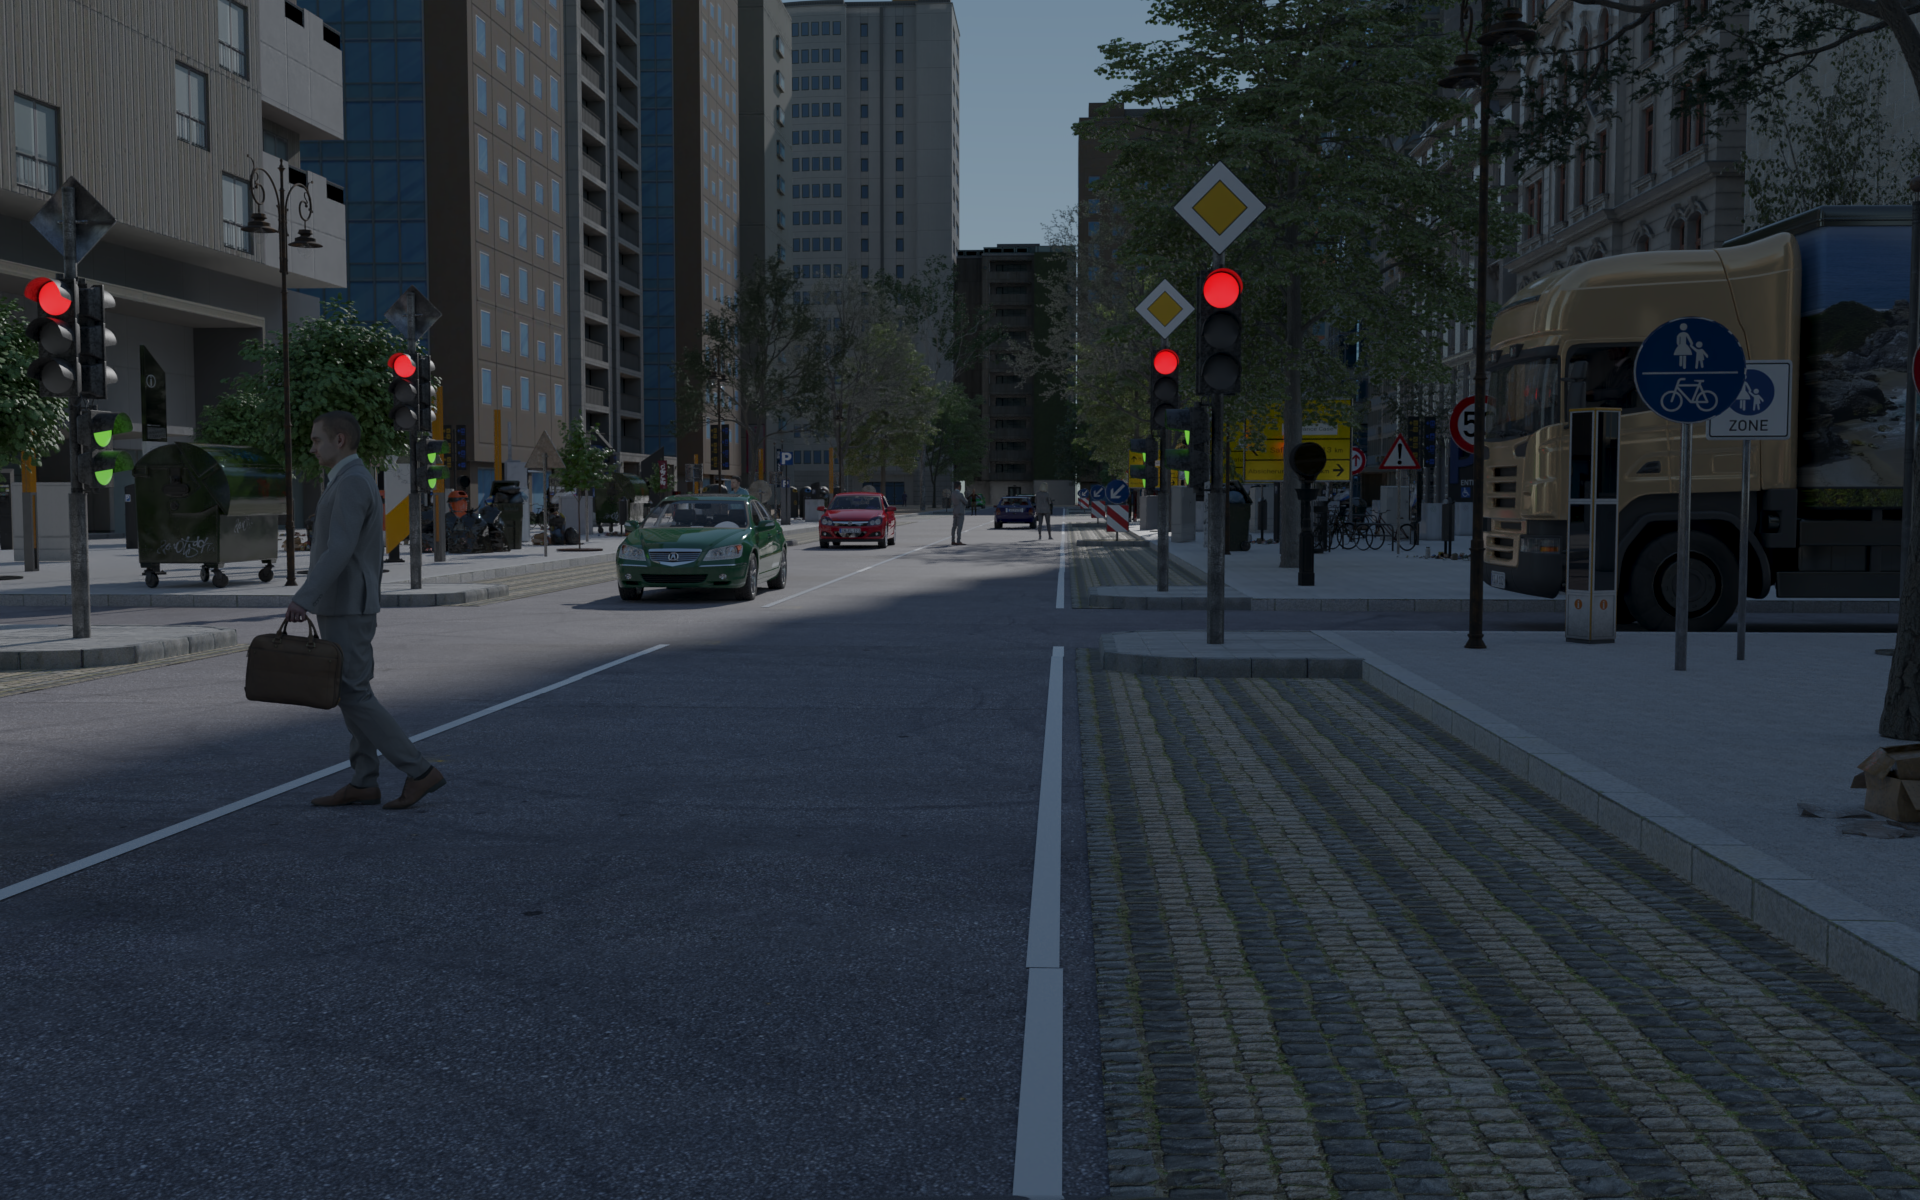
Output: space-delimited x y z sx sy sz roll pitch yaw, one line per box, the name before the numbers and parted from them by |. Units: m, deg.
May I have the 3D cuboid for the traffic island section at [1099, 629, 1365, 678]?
traffic island section | 2.213 0.454 14.862 2.009 0.180 2.903 0 4 3

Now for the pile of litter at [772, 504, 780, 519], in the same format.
pile of litter | -9.501 -4.603 89.226 1.176 0.858 1.719 -1 4 -11

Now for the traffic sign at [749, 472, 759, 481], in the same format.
traffic sign | -9.431 -4.747 79.743 0.606 2.300 0.079 0 4 7

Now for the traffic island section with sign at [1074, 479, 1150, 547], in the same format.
traffic island section with sign | 4.216 -2.397 47.816 1.989 1.847 2.006 0 4 3

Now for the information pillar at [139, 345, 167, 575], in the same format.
information pillar | -12.756 -2.207 27.437 0.183 3.616 0.504 1 4 15

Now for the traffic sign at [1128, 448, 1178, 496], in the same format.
traffic sign | 8.625 -5.103 77.305 2.265 3.308 0.079 1 4 11

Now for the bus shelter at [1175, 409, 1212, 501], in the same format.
bus shelter | 9.824 -5.669 70.316 2.179 5.291 8.768 0 4 4

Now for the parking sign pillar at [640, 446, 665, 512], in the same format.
parking sign pillar | -17.282 -6.653 97.241 1.447 3.967 1.447 -1 4 -22

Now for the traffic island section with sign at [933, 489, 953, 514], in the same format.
traffic island section with sign | -0.911 -7.118 124.999 1.989 1.847 2.006 0 4 3

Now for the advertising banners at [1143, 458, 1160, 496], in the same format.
advertising banners | 7.875 -4.502 69.787 0.090 3.025 2.074 -1 4 -23

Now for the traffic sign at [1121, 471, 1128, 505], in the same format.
traffic sign | 9.090 -5.775 94.424 0.884 2.594 0.081 0 4 6

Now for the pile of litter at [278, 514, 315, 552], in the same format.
pile of litter | -14.851 -1.552 39.334 1.176 0.858 1.719 3 5 41

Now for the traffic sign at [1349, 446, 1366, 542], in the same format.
traffic sign | 10.461 -2.828 46.336 0.768 2.556 0.104 0 4 6

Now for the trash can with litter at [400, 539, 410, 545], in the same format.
trash can with litter | -14.528 -1.973 43.309 2.233 1.210 1.678 0 4 1

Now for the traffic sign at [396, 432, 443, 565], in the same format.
traffic sign | -9.523 -1.864 30.484 0.884 2.594 0.081 1 4 10

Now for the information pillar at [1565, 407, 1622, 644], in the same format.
information pillar | 5.446 -0.637 14.908 0.304 2.012 0.304 -2 4 -25

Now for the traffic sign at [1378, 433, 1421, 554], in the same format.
traffic sign | 9.389 -2.265 37.035 0.884 2.594 0.081 0 4 8

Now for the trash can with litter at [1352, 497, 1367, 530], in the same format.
trash can with litter | 14.252 -3.059 61.403 0.624 1.170 1.055 -1 4 -9

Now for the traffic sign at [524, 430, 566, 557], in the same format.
traffic sign | -8.490 -2.167 35.427 0.884 2.594 0.081 1 4 8

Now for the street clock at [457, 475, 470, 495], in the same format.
street clock | -19.216 -3.823 67.081 0.358 2.002 0.471 3 5 45

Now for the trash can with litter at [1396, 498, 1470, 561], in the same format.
trash can with litter | 9.610 -1.418 34.248 1.678 1.210 2.233 0 4 6

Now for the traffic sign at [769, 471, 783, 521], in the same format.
traffic sign | -8.272 -4.630 77.834 0.606 2.300 0.079 0 4 6

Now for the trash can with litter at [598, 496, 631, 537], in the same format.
trash can with litter | -10.300 -2.567 53.026 1.678 1.210 2.233 -2 4 -26

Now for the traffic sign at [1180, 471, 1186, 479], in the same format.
traffic sign | 6.669 -2.949 50.342 0.606 2.300 0.079 1 4 8

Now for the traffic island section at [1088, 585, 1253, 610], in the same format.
traffic island section | 2.695 -0.034 22.832 2.009 0.180 2.903 0 4 3

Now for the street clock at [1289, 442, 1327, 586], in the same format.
street clock | 4.846 -1.200 24.184 0.471 2.002 0.358 0 4 -5

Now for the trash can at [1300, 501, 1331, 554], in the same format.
trash can | 7.642 -1.577 37.445 0.748 1.137 0.748 0 3 0

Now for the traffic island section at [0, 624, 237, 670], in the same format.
traffic island section | -7.860 0.416 15.473 2.009 0.180 2.903 0 4 3

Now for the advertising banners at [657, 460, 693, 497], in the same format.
advertising banners | -14.655 -5.715 89.623 2.074 3.025 0.090 -2 4 -30

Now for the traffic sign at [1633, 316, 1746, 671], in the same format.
traffic sign | 5.243 -0.760 12.525 0.768 2.556 0.104 1 4 9

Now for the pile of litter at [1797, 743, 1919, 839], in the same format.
pile of litter | 4.143 0.434 6.864 1.719 0.858 1.176 0 3 0

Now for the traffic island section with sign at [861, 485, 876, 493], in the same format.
traffic island section with sign | -3.933 -4.059 74.985 1.989 1.847 2.006 0 4 3

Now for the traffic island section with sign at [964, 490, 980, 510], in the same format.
traffic island section with sign | 0.729 -8.775 152.096 1.989 1.847 2.006 0 4 3

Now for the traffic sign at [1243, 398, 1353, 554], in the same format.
traffic sign | 7.164 -2.625 36.796 2.265 3.308 0.079 1 4 11

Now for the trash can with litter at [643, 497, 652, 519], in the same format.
trash can with litter | -16.489 -4.783 89.585 0.624 1.170 1.055 3 5 44

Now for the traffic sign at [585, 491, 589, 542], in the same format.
traffic sign | -10.034 -2.840 46.539 0.768 2.556 0.104 1 4 12

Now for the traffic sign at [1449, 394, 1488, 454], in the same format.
traffic sign | 6.614 -1.347 22.123 0.768 2.556 0.104 0 4 6

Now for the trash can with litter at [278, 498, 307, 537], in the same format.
trash can with litter | -20.144 -2.549 52.739 2.233 1.210 1.678 -1 4 -15

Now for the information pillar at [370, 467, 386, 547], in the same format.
information pillar | -14.000 -2.267 41.549 0.304 2.012 0.304 2 4 23

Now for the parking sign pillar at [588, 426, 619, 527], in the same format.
parking sign pillar | -14.282 -4.900 68.583 1.447 3.967 1.447 3 5 43

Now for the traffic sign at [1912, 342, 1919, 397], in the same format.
traffic sign | 7.093 -0.742 12.233 0.768 2.556 0.104 1 4 10

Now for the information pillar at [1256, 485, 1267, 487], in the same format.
information pillar | 11.827 -3.882 67.958 0.304 2.012 0.304 -1 4 -22

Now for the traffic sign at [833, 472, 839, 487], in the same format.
traffic sign | -6.959 -6.016 98.467 0.768 2.556 0.104 0 4 5

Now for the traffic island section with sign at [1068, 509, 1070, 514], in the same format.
traffic island section with sign | 8.833 -7.081 124.402 1.989 1.847 2.006 0 4 3

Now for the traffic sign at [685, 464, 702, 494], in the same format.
traffic sign | -9.002 -3.453 58.579 0.606 2.300 0.079 1 4 13

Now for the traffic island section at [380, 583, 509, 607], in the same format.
traffic island section | -7.378 -0.071 23.444 2.009 0.180 2.903 0 4 3

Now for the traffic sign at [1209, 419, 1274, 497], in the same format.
traffic sign | 7.899 -3.256 47.110 2.265 3.308 0.079 0 4 4

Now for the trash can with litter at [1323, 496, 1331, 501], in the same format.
trash can with litter | 17.355 -4.329 82.171 0.624 1.170 1.055 2 4 31

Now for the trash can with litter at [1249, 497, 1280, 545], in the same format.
trash can with litter | 7.739 -2.076 44.999 1.678 1.210 2.233 1 4 11

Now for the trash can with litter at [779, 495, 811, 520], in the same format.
trash can with litter | -7.944 -4.600 86.259 2.233 1.210 1.678 -1 4 -18

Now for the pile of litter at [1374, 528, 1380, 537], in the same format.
pile of litter | 13.052 -2.346 52.319 1.719 0.858 1.176 0 4 -4

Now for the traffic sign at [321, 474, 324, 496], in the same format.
traffic sign | -12.109 -2.013 32.908 0.884 2.594 0.081 1 4 11

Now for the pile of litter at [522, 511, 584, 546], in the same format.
pile of litter | -10.286 -1.814 43.627 1.719 0.858 1.176 -1 4 -22

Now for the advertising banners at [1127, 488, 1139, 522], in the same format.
advertising banners | 8.100 -5.138 80.196 0.090 3.025 2.074 2 4 25

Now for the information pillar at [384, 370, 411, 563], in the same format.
information pillar | -10.538 -2.510 32.399 0.504 3.616 0.183 -3 4 -38

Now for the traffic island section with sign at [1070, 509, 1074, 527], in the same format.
traffic island section with sign | 5.848 -4.051 74.864 1.989 1.847 2.006 0 4 3

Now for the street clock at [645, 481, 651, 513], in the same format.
street clock | -16.950 -5.475 94.079 0.358 2.002 0.471 2 4 34

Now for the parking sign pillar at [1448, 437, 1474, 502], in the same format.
parking sign pillar | 17.227 -4.291 58.634 1.447 3.967 1.447 3 5 45

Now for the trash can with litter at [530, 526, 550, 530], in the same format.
trash can with litter | -14.270 -3.083 61.464 2.233 1.210 1.678 2 4 28

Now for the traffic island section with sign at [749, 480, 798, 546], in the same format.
traffic island section with sign | -5.562 -2.407 47.987 1.989 1.847 2.006 0 4 3
